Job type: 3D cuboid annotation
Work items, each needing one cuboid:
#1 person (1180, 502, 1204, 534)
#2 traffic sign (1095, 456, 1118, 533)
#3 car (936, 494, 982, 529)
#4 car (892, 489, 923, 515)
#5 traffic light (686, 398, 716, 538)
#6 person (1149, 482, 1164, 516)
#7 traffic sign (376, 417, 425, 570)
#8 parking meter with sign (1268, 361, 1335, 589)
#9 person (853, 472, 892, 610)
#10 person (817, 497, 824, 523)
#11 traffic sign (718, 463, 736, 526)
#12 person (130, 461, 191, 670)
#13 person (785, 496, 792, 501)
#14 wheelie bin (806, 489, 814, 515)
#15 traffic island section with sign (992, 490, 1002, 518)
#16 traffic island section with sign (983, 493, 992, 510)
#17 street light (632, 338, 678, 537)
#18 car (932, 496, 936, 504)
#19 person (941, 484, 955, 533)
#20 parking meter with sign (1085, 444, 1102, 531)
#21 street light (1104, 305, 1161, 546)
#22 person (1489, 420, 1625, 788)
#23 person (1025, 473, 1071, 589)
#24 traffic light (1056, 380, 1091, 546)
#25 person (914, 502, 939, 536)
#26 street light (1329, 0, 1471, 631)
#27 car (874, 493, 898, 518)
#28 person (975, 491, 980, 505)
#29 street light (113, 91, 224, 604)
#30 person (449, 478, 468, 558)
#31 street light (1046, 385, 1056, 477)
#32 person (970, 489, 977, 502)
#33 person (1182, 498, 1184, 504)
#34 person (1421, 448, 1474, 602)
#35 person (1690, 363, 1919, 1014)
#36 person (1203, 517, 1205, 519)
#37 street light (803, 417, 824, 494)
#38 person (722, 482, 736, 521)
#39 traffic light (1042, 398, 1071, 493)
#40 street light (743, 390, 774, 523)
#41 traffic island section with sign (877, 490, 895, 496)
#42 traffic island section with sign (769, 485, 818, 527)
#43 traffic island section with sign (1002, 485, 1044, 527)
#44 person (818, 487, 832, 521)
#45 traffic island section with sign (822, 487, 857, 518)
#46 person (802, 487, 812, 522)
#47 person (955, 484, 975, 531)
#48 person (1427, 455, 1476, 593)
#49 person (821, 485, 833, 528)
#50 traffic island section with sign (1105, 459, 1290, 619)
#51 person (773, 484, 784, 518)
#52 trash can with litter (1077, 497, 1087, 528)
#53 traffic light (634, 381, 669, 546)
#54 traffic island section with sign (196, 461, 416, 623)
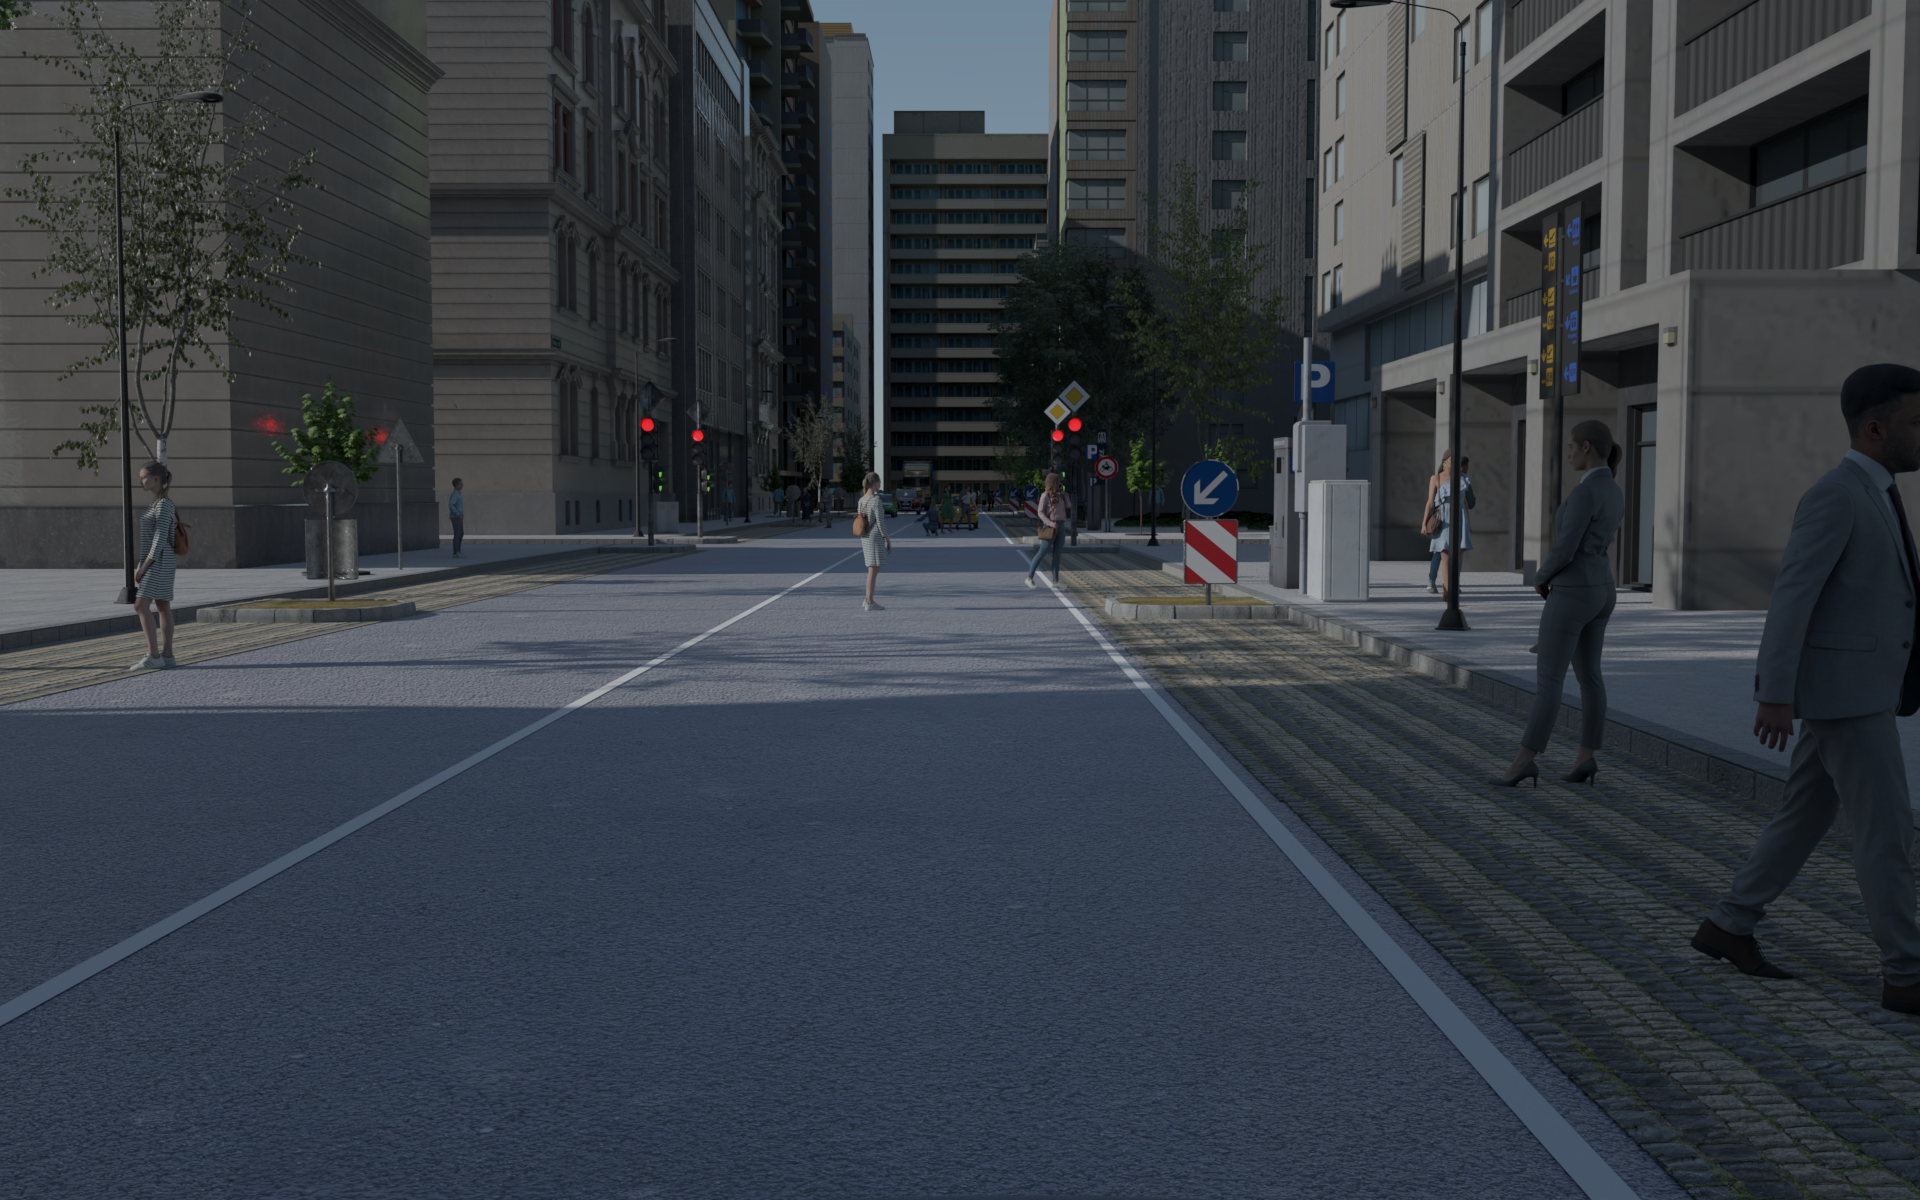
[{"bbox_3d":[6.337,-2.362,47.221,0.694,1.812,0.767,1,4,17],"label":"person"},{"bbox_3d":[4.879,-3.522,57.686,0.768,2.556,0.104,1,4,9],"label":"traffic sign"},{"bbox_3d":[-0.070,-3.824,72.749,2.015,1.641,3.980,0,4,1],"label":"car"},{"bbox_3d":[-3.749,-6.865,120.909,2.281,1.827,5.304,0,4,-1],"label":"car"},{"bbox_3d":[-7.627,-3.790,50.880,0.839,4.253,0.868,0,4,0],"label":"traffic light"},{"bbox_3d":[8.350,-4.122,73.307,0.638,1.841,0.748,2,4,24],"label":"person"},{"bbox_3d":[-9.485,-1.792,29.298,0.884,2.594,0.081,0,4,7],"label":"traffic sign"},{"bbox_3d":[4.588,-1.674,23.634,0.543,3.016,1.738,0,4,-4],"label":"parking meter with sign"},{"bbox_3d":[-1.080,-0.725,21.362,0.522,1.701,0.512,-3,5,-39],"label":"person"},{"bbox_3d":[-6.915,-4.505,86.430,0.475,1.303,0.640,-2,4,-30],"label":"person"},{"bbox_3d":[-9.434,-4.280,70.085,0.768,2.556,0.104,0,4,6],"label":"traffic sign"},{"bbox_3d":[-6.613,-0.292,14.276,0.522,1.701,0.512,-2,4,-34],"label":"person"},{"bbox_3d":[-12.091,-7.121,122.831,0.716,1.782,0.532,-3,4,-38],"label":"person"},{"bbox_3d":[-9.360,-6.073,107.195,0.693,1.594,0.980,-1,4,-9],"label":"wheelie bin"},{"bbox_3d":[3.087,-5.803,103.513,1.989,1.847,2.006,0,4,0],"label":"traffic island section with sign"},{"bbox_3d":[3.262,-8.813,152.724,1.989,1.847,2.006,0,4,0],"label":"traffic island section with sign"},{"bbox_3d":[-9.077,-4.838,51.650,1.470,5.913,1.316,0,4,0],"label":"street light"},{"bbox_3d":[-3.589,-11.041,189.320,1.959,1.807,4.718,0,4,1],"label":"car"},{"bbox_3d":[-0.467,-3.326,63.126,0.529,1.795,0.600,2,4,30],"label":"person"},{"bbox_3d":[4.764,-3.979,61.311,0.543,3.016,1.738,1,4,9],"label":"parking meter with sign"},{"bbox_3d":[4.236,-4.286,42.623,1.470,5.913,1.316,0,4,0],"label":"street light"},{"bbox_3d":[2.934,0.017,8.501,0.573,1.790,0.520,2,4,25],"label":"person"},{"bbox_3d":[1.329,-1.054,26.325,0.643,1.750,0.593,3,4,37],"label":"person"},{"bbox_3d":[2.804,-3.300,42.872,0.839,4.253,0.868,0,4,0],"label":"traffic light"},{"bbox_3d":[-1.092,-2.783,59.505,1.012,1.151,0.738,-1,4,-21],"label":"person"},{"bbox_3d":[4.123,-2.671,16.218,1.470,5.913,1.316,0,4,0],"label":"street light"},{"bbox_3d":[-4.799,-5.967,106.356,1.959,1.807,4.718,0,4,1],"label":"car"},{"bbox_3d":[1.635,-9.534,165.094,0.721,1.735,1.217,-2,4,-28],"label":"person"},{"bbox_3d":[-9.194,-2.911,20.139,1.470,5.913,1.316,0,4,0],"label":"street light"},{"bbox_3d":[-10.090,-1.647,34.782,0.330,1.601,0.589,0,4,3],"label":"person"},{"bbox_3d":[4.370,-6.201,73.924,1.470,5.913,1.316,0,4,0],"label":"street light"},{"bbox_3d":[0.938,-7.083,124.409,0.850,1.850,0.679,-3,4,-36],"label":"person"},{"bbox_3d":[11.721,-5.065,88.949,0.635,1.810,0.391,-1,4,-18],"label":"person"},{"bbox_3d":[5.625,-0.850,20.032,0.616,1.811,0.778,0,4,2],"label":"person"},{"bbox_3d":[2.518,0.237,4.904,0.850,1.792,0.678,3,5,40],"label":"person"},{"bbox_3d":[9.129,-3.554,64.240,0.778,1.811,0.616,0,4,7],"label":"person"},{"bbox_3d":[-8.840,-8.044,104.062,1.470,5.913,1.316,0,4,0],"label":"street light"},{"bbox_3d":[-10.865,-4.616,81.369,0.638,1.841,0.748,-1,4,-14],"label":"person"},{"bbox_3d":[2.834,-3.788,50.857,0.839,4.253,0.868,0,4,0],"label":"traffic light"},{"bbox_3d":[-8.985,-6.414,77.412,1.470,5.913,1.316,0,4,0],"label":"street light"},{"bbox_3d":[-6.958,-8.816,152.772,1.989,1.847,2.006,0,4,0],"label":"traffic island section with sign"},{"bbox_3d":[-7.244,-4.097,75.617,1.989,1.847,2.006,0,4,0],"label":"traffic island section with sign"},{"bbox_3d":[2.973,-4.094,75.569,1.989,1.847,2.006,0,4,0],"label":"traffic island section with sign"},{"bbox_3d":[-7.122,-5.046,91.270,0.850,1.792,0.678,-2,4,-34],"label":"person"},{"bbox_3d":[-7.145,-5.760,102.797,1.989,1.847,2.006,0,4,0],"label":"traffic island section with sign"},{"bbox_3d":[-7.814,-4.825,87.816,0.576,1.772,0.534,3,4,37],"label":"person"},{"bbox_3d":[0.190,-3.622,67.818,0.850,1.850,0.679,2,4,31],"label":"person"},{"bbox_3d":[6.345,-0.973,22.306,0.623,1.781,0.721,2,4,32],"label":"person"},{"bbox_3d":[-5.665,-3.948,73.250,0.583,1.804,0.606,-3,4,-37],"label":"person"},{"bbox_3d":[2.762,-0.734,20.624,1.989,1.847,2.006,0,4,0],"label":"traffic island section with sign"},{"bbox_3d":[-9.873,-5.370,93.867,0.660,1.820,0.620,1,4,11],"label":"person"},{"bbox_3d":[4.656,-3.346,66.101,0.624,1.170,1.055,-1,4,-8],"label":"trash can with litter"},{"bbox_3d":[-7.657,-3.301,42.895,0.839,4.253,0.868,0,4,0],"label":"traffic light"},{"bbox_3d":[-7.453,-0.699,20.061,1.989,1.847,2.006,0,4,0],"label":"traffic island section with sign"}]
